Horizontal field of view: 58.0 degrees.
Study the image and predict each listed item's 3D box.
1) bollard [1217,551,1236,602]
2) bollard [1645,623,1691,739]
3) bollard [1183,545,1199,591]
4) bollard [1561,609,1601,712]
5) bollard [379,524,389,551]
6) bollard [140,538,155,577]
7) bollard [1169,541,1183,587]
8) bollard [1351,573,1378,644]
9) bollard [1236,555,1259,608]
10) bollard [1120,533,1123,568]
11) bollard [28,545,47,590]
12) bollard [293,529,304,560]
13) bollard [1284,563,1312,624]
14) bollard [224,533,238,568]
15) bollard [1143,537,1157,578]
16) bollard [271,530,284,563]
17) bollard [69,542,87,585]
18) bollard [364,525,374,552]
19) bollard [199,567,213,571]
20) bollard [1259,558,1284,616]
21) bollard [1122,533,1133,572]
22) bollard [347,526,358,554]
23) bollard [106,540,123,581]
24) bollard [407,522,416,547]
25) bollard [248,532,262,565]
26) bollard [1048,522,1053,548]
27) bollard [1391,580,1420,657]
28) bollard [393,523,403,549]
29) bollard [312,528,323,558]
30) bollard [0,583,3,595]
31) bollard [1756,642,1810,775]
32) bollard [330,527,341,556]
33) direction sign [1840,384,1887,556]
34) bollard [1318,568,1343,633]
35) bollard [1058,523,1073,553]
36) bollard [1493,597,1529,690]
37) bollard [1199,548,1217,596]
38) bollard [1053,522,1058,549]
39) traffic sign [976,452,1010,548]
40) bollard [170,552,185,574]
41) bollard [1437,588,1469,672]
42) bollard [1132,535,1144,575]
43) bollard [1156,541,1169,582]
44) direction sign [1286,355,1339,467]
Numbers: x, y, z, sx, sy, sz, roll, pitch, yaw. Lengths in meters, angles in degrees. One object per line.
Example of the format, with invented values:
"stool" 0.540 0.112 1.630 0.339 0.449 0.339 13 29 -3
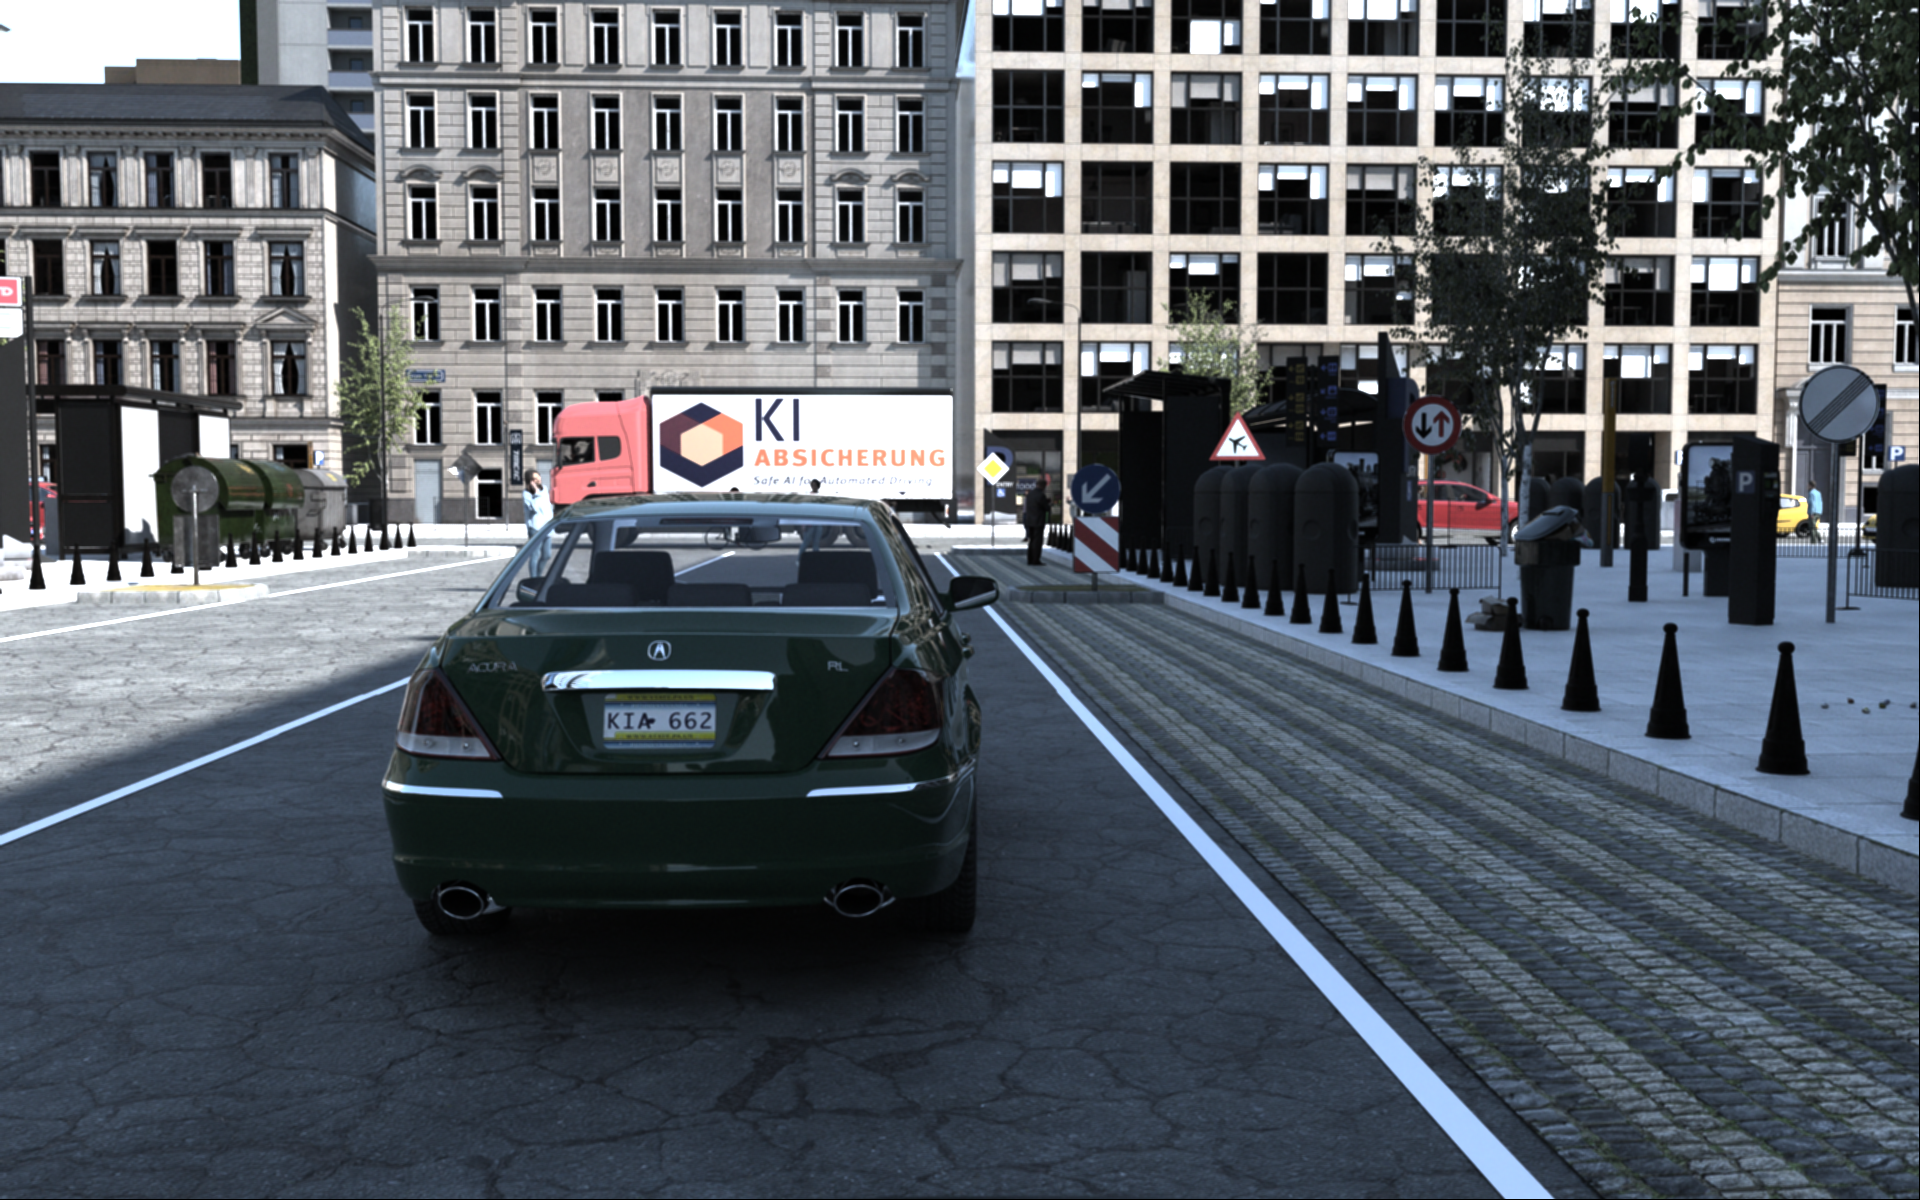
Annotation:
"bollard" 3.230 -0.283 20.668 0.229 0.601 0.229 0 3 0
"bollard" 3.746 0.422 9.148 0.229 0.601 0.229 0 3 0
"bollard" 3.127 -0.424 22.967 0.229 0.601 0.229 0 3 0
"bollard" 3.698 0.351 10.298 0.229 0.601 0.229 0 3 0
"bollard" -13.120 -1.431 39.436 0.229 0.601 0.229 0 3 0
"bollard" -12.544 -0.653 26.716 0.229 0.601 0.229 0 3 0
"bollard" 3.073 -0.494 24.117 0.229 0.601 0.229 0 3 0
"bollard" 3.486 0.070 14.904 0.229 0.601 0.229 0 3 0
"bollard" 3.282 -0.212 19.505 0.229 0.601 0.229 0 3 0
"bollard" 2.814 -0.850 29.942 0.229 0.601 0.229 0 3 0
"bollard" -12.393 -0.441 23.249 0.229 0.601 0.229 0 3 0
"bollard" -12.855 -1.076 33.636 0.229 0.601 0.229 0 3 0
"bollard" 3.389 -0.071 17.205 0.229 0.601 0.229 0 3 0
"bollard" -12.699 -0.864 30.165 0.229 0.601 0.229 0 3 0
"bollard" 2.967 -0.636 26.448 0.229 0.601 0.229 0 3 0
"bollard" -12.805 -1.006 32.482 0.229 0.601 0.229 0 3 0
"bollard" -12.442 -0.512 24.409 0.229 0.601 0.229 0 3 0
"bollard" -13.067 -1.359 38.259 0.229 0.601 0.229 0 3 0
"bollard" -12.649 -0.794 29.016 0.229 0.601 0.229 0 3 0
"bollard" 3.336 -0.141 18.355 0.229 0.601 0.229 0 3 0
"bollard" 2.865 -0.778 28.770 0.229 0.601 0.229 0 3 0
"bollard" -13.014 -1.288 37.096 0.229 0.601 0.229 0 3 0
"bollard" -12.497 -0.583 25.567 0.229 0.601 0.229 0 3 0
"bollard" -13.224 -1.572 41.749 0.229 0.601 0.229 0 3 0
"bollard" -12.756 -0.934 31.317 0.229 0.601 0.229 0 3 0
"bollard" 2.288 -1.557 41.505 0.229 0.601 0.229 0 3 0
"bollard" 3.541 0.140 13.747 0.229 0.601 0.229 0 3 0
"bollard" -13.171 -1.502 40.598 0.229 0.601 0.229 0 3 0
"bollard" -12.914 -1.146 34.785 0.229 0.601 0.229 0 3 0
"bollard" -12.342 -0.370 22.091 0.229 0.601 0.229 0 3 0
"bollard" 3.806 0.492 7.993 0.229 0.601 0.229 0 3 0
"bollard" -12.962 -1.217 35.939 0.229 0.601 0.229 0 3 0
"direction sign" 18.610 -2.679 35.802 0.876 3.537 0.379 1 4 16
"bollard" 3.441 -0.001 16.054 0.229 0.601 0.229 0 3 0
"bollard" 2.396 -1.415 39.184 0.229 0.601 0.229 0 3 0
"bollard" 3.646 0.281 11.448 0.229 0.601 0.229 0 3 0
"bollard" 3.178 -0.353 21.817 0.229 0.601 0.229 0 3 0
"bollard" 2.346 -1.486 40.335 0.229 0.601 0.229 0 3 0
"traffic sign" 0.789 -2.317 41.532 0.795 2.450 0.064 0 4 -3
"bollard" -12.600 -0.723 27.866 0.229 0.601 0.229 0 3 0
"bollard" 3.591 0.211 12.597 0.229 0.601 0.229 0 3 0
"bollard" 2.919 -0.707 27.597 0.229 0.601 0.229 0 3 0
"bollard" 3.027 -0.565 25.271 0.229 0.601 0.229 0 3 0
"direction sign" 5.797 -2.237 28.565 0.876 3.537 0.379 2 4 27
